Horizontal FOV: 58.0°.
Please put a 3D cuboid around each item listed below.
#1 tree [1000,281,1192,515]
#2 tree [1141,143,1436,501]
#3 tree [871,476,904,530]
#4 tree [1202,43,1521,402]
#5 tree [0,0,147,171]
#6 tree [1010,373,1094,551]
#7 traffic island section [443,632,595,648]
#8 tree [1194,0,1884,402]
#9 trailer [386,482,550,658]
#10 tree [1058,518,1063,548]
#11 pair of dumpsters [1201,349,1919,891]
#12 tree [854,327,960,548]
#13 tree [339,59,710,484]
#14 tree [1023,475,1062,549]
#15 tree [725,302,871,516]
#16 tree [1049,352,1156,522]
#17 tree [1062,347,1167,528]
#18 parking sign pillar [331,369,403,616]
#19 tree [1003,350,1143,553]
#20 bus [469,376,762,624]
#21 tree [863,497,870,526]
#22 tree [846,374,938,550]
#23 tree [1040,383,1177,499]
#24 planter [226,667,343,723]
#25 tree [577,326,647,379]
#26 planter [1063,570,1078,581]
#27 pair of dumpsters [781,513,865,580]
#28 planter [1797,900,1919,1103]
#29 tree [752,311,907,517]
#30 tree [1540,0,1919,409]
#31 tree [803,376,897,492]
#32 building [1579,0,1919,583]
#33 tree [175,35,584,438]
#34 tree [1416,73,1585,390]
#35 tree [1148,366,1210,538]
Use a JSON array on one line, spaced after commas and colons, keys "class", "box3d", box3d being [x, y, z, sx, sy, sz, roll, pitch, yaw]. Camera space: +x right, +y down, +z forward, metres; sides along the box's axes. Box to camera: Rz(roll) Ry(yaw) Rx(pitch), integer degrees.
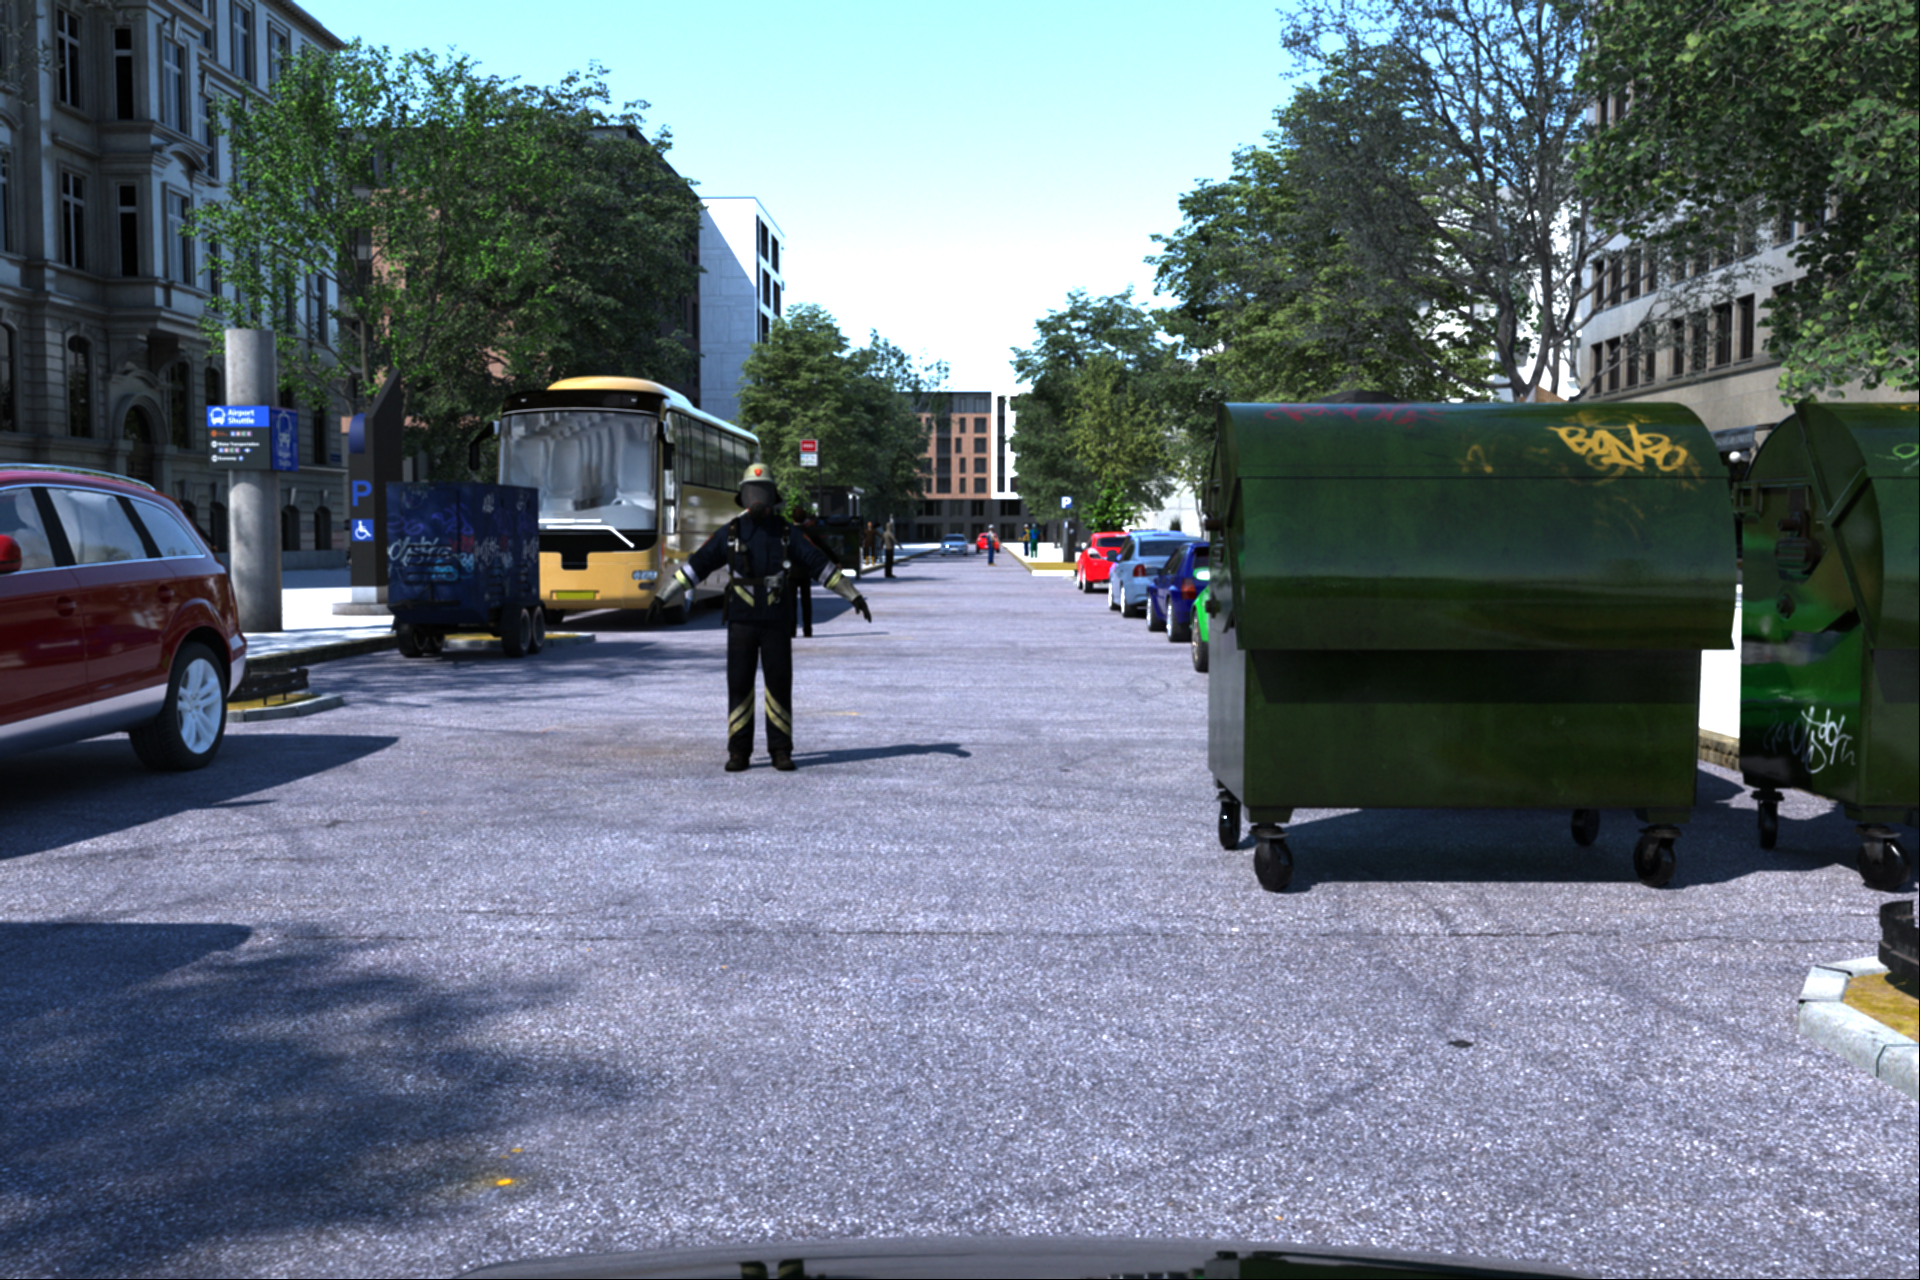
[{"class": "tree", "box3d": [7.086, -11.023, 86.876, 9.857, 13.997, 8.962, 0, 3, 0]}, {"class": "tree", "box3d": [10.427, -9.095, 55.356, 9.857, 13.997, 8.962, 0, 3, 0]}, {"class": "tree", "box3d": [-6.844, -11.947, 145.703, 4.360, 8.622, 3.978, 0, 3, 0]}, {"class": "tree", "box3d": [9.229, -7.524, 41.142, 7.486, 12.596, 7.792, 0, 3, 0]}, {"class": "tree", "box3d": [-12.141, -6.301, 13.396, 12.009, 13.543, 11.850, 0, 3, 0]}, {"class": "tree", "box3d": [8.230, -13.886, 133.691, 9.857, 13.997, 8.962, 0, 3, 0]}, {"class": "traffic island section", "box3d": [-5.909, 0.002, 22.835, 1.991, 0.108, 1.994, 0, 4, 2]}, {"class": "tree", "box3d": [9.433, -7.219, 28.405, 12.009, 13.543, 11.850, 0, 3, 0]}, {"class": "trailer", "box3d": [-5.771, -0.773, 19.688, 1.471, 1.999, 3.904, 0, 4, 1]}, {"class": "tree", "box3d": [9.435, -14.318, 159.846, 9.928, 11.665, 9.643, 0, 3, 0]}, {"class": "pair of dumpsters", "box3d": [3.264, -0.150, 7.403, 4.436, 2.255, 1.574, 0, 4, 1]}, {"class": "tree", "box3d": [-6.018, -18.449, 157.523, 12.611, 20.169, 13.585, 0, 3, 0]}, {"class": "tree", "box3d": [-11.462, -8.551, 46.471, 9.857, 13.997, 8.962, 0, 3, 0]}, {"class": "tree", "box3d": [8.432, -14.093, 148.550, 7.486, 12.596, 7.792, 0, 3, 0]}, {"class": "tree", "box3d": [-7.974, -10.216, 85.159, 7.486, 12.596, 7.792, 0, 3, 0]}, {"class": "tree", "box3d": [8.842, -11.574, 107.369, 7.486, 12.596, 7.792, 0, 3, 0]}, {"class": "tree", "box3d": [5.785, -7.186, 67.849, 4.737, 8.622, 4.395, 0, 3, 0]}, {"class": "parking sign pillar", "box3d": [-9.328, -2.399, 27.690, 1.447, 3.967, 1.447, 0, 4, 2]}, {"class": "tree", "box3d": [8.109, -13.048, 119.988, 9.857, 13.997, 8.962, 0, 3, 0]}, {"class": "bus", "box3d": [-5.499, -2.398, 30.749, 2.896, 3.916, 12.252, 0, 4, 1]}, {"class": "tree", "box3d": [-7.497, -10.390, 120.234, 4.360, 8.622, 3.978, 0, 3, 0]}, {"class": "tree", "box3d": [-6.637, -14.094, 137.093, 9.857, 13.997, 8.962, 0, 3, 0]}, {"class": "tree", "box3d": [8.012, -9.984, 97.658, 8.767, 10.594, 7.601, 0, 4, -3]}, {"class": "planter", "box3d": [-6.154, 0.437, 13.990, 1.991, 0.319, 1.994, 0, 4, 2]}, {"class": "tree", "box3d": [-11.519, -6.424, 55.387, 4.360, 8.622, 3.978, 0, 3, 0]}, {"class": "planter", "box3d": [4.243, -2.026, 54.264, 1.991, 0.319, 1.994, 0, 4, 1]}, {"class": "pair of dumpsters", "box3d": [-5.212, -3.011, 54.183, 4.436, 2.255, 1.574, 0, 4, 1]}, {"class": "planter", "box3d": [3.408, 1.012, 4.598, 1.991, 0.319, 1.994, 0, 3, 0]}, {"class": "tree", "box3d": [-7.466, -11.750, 98.770, 9.857, 13.997, 8.962, 0, 3, 0]}, {"class": "tree", "box3d": [9.314, -6.584, 14.297, 9.857, 13.997, 8.962, 0, 3, 0]}, {"class": "tree", "box3d": [-7.592, -11.315, 110.760, 9.928, 11.665, 9.643, 0, 3, 0]}, {"class": "building", "box3d": [29.749, -14.458, 38.553, 24.374, 26.755, 37.873, 0, 4, 1]}, {"class": "tree", "box3d": [-11.776, -6.709, 35.456, 9.928, 11.665, 9.643, 0, 3, 0]}, {"class": "tree", "box3d": [25.635, -13.180, 71.375, 12.611, 20.169, 13.585, 0, 3, 0]}, {"class": "tree", "box3d": [10.340, -7.615, 74.872, 4.737, 8.622, 4.395, 0, 3, 0]}]
